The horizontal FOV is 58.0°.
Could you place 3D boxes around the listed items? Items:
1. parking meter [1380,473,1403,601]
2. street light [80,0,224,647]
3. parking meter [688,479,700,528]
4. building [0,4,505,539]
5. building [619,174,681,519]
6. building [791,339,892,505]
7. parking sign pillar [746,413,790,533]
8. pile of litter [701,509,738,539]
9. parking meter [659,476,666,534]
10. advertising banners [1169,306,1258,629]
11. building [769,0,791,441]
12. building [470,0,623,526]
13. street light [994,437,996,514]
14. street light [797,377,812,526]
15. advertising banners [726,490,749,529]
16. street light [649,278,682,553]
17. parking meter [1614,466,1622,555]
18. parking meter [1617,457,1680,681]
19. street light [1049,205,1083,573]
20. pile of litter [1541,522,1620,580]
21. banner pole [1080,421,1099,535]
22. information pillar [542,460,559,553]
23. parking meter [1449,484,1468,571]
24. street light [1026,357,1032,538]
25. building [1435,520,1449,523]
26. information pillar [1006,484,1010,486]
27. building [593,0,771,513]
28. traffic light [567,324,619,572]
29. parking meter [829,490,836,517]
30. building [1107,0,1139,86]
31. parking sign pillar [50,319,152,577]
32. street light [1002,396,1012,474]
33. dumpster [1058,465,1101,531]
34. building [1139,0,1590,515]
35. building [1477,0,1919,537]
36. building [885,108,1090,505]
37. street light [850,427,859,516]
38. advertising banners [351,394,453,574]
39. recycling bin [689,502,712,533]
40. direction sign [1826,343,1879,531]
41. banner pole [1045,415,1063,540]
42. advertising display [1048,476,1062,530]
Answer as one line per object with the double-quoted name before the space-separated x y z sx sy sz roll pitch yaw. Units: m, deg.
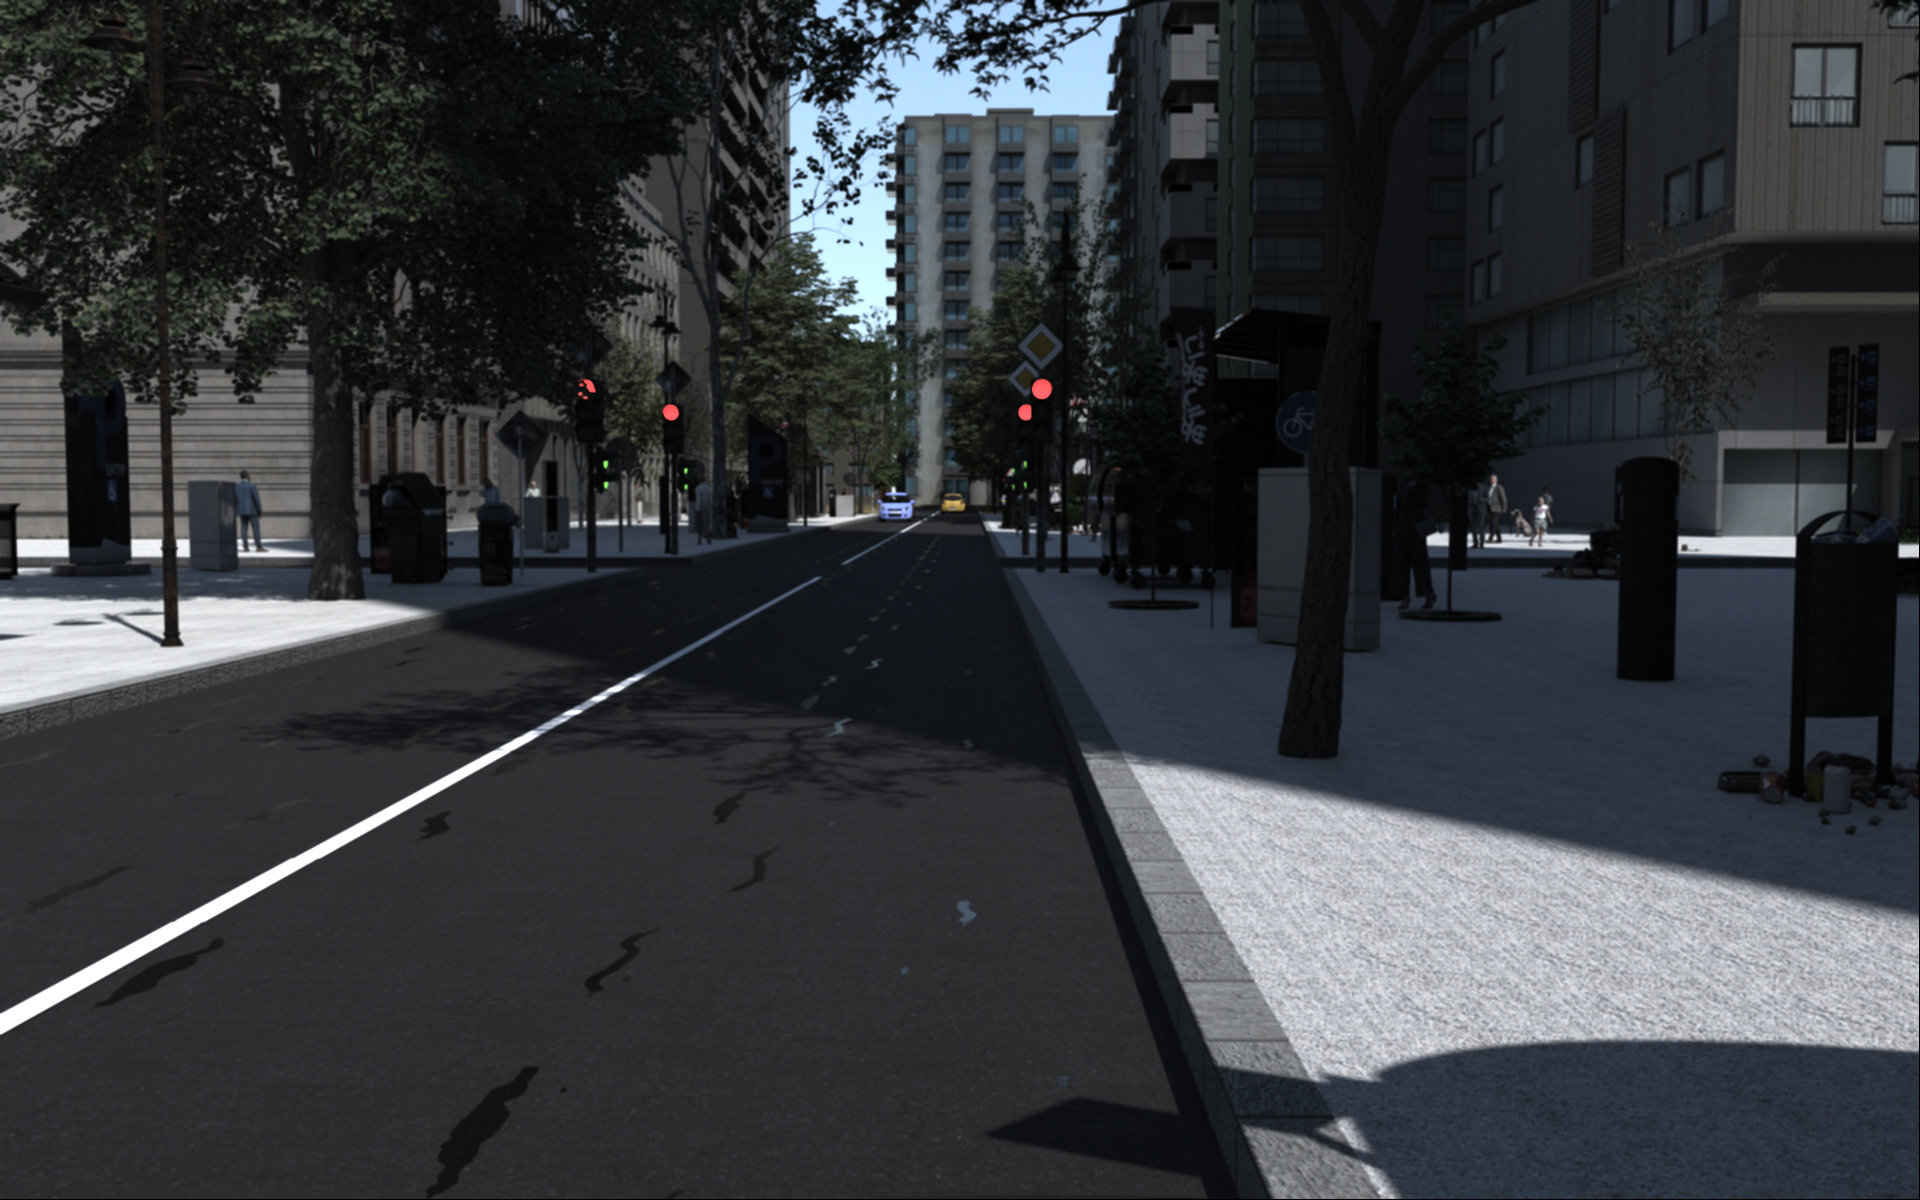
"parking meter" 5.237 -0.762 20.877 0.372 1.533 0.369 0 3 0
"street light" -6.653 -2.548 14.445 0.468 5.910 1.993 0 4 0
"parking meter" -9.578 -3.469 62.437 0.255 1.863 0.399 3 5 41
"building" -23.375 -13.585 58.273 11.583 22.565 21.152 0 4 0
"building" -22.356 -14.838 97.347 10.420 20.320 16.860 0 4 0
"building" -23.773 -22.995 221.006 28.899 21.520 27.650 0 4 0
"parking sign pillar" -6.381 -4.225 57.547 1.447 3.967 1.447 0 4 -5
"pile of litter" -6.989 -2.231 50.438 1.176 0.858 1.719 0 4 5
"parking meter" -9.490 -3.047 55.527 0.255 1.863 0.399 0 4 -5
"advertising banners" 2.848 -1.253 16.669 2.074 3.025 0.090 -2 4 -29
"building" -27.333 -44.456 165.099 20.611 71.187 20.563 0 4 0
"building" -23.453 -15.944 78.710 12.078 24.808 19.932 0 4 0
"street light" 2.231 -8.434 110.682 0.468 5.910 1.993 0 4 0
"street light" -6.139 -5.862 68.624 0.468 5.910 1.993 0 4 0
"advertising banners" -7.917 -4.141 63.901 2.074 3.025 0.090 -3 5 -41
"street light" -6.318 -3.945 37.296 0.468 5.910 1.993 0 4 0
"parking meter" 13.949 -1.872 36.316 0.255 1.863 0.399 -2 4 -23
"parking meter" 4.767 -0.219 11.996 0.372 1.533 0.369 0 3 0
"street light" 1.697 -3.379 28.037 0.468 5.910 1.993 0 4 0
"pile of litter" 9.681 -0.749 26.205 1.176 0.858 1.719 -2 4 -30
"banner pole" 4.097 -3.920 54.110 0.401 3.779 0.863 -2 4 -30
"information pillar" -8.972 -2.047 37.960 0.304 2.012 0.304 -2 4 -25
"parking meter" 8.388 -1.433 29.139 0.255 1.863 0.399 0 4 7
"street light" 1.955 -4.738 50.250 0.468 5.910 1.993 0 4 0
"building" 19.827 -24.350 81.710 14.154 41.232 14.086 0 4 0
"information pillar" 2.280 -4.572 79.239 0.304 2.012 0.304 1 4 16
"building" -27.560 -31.786 143.404 21.300 48.544 21.600 0 4 0
"traffic light" -6.051 -2.417 28.434 0.839 4.253 0.868 0 4 0
"parking meter" -7.157 -5.435 97.278 0.372 1.533 0.369 0 3 0
"building" 25.239 -33.079 160.446 23.786 49.044 30.456 0 4 0
"parking sign pillar" -13.653 -2.383 27.426 1.447 3.967 1.447 0 4 -3
"street light" 2.184 -6.583 80.420 0.468 5.910 1.993 0 4 0
"dumpster" 4.132 -3.454 58.970 1.502 2.255 1.985 0 4 0
"building" 28.147 -33.159 131.392 28.713 52.752 27.495 0 4 0
"building" 34.778 -28.844 60.836 27.495 52.752 28.713 0 4 0
"building" 6.130 -36.582 217.723 30.456 49.044 23.786 0 4 0
"street light" -6.050 -7.734 99.240 0.468 5.910 1.993 0 4 0
"advertising banners" -9.201 -1.932 27.772 2.074 3.025 0.090 0 4 0
"recycling bin" -8.607 -2.759 57.667 0.722 1.027 0.722 0 4 4
"direction sign" 13.598 -2.107 26.451 0.379 3.537 0.876 -1 4 -21
"banner pole" 2.576 -3.562 48.250 0.401 3.779 0.863 -3 5 -42
"advertising display" 3.459 -3.437 61.408 0.974 1.923 0.123 -3 5 -43
